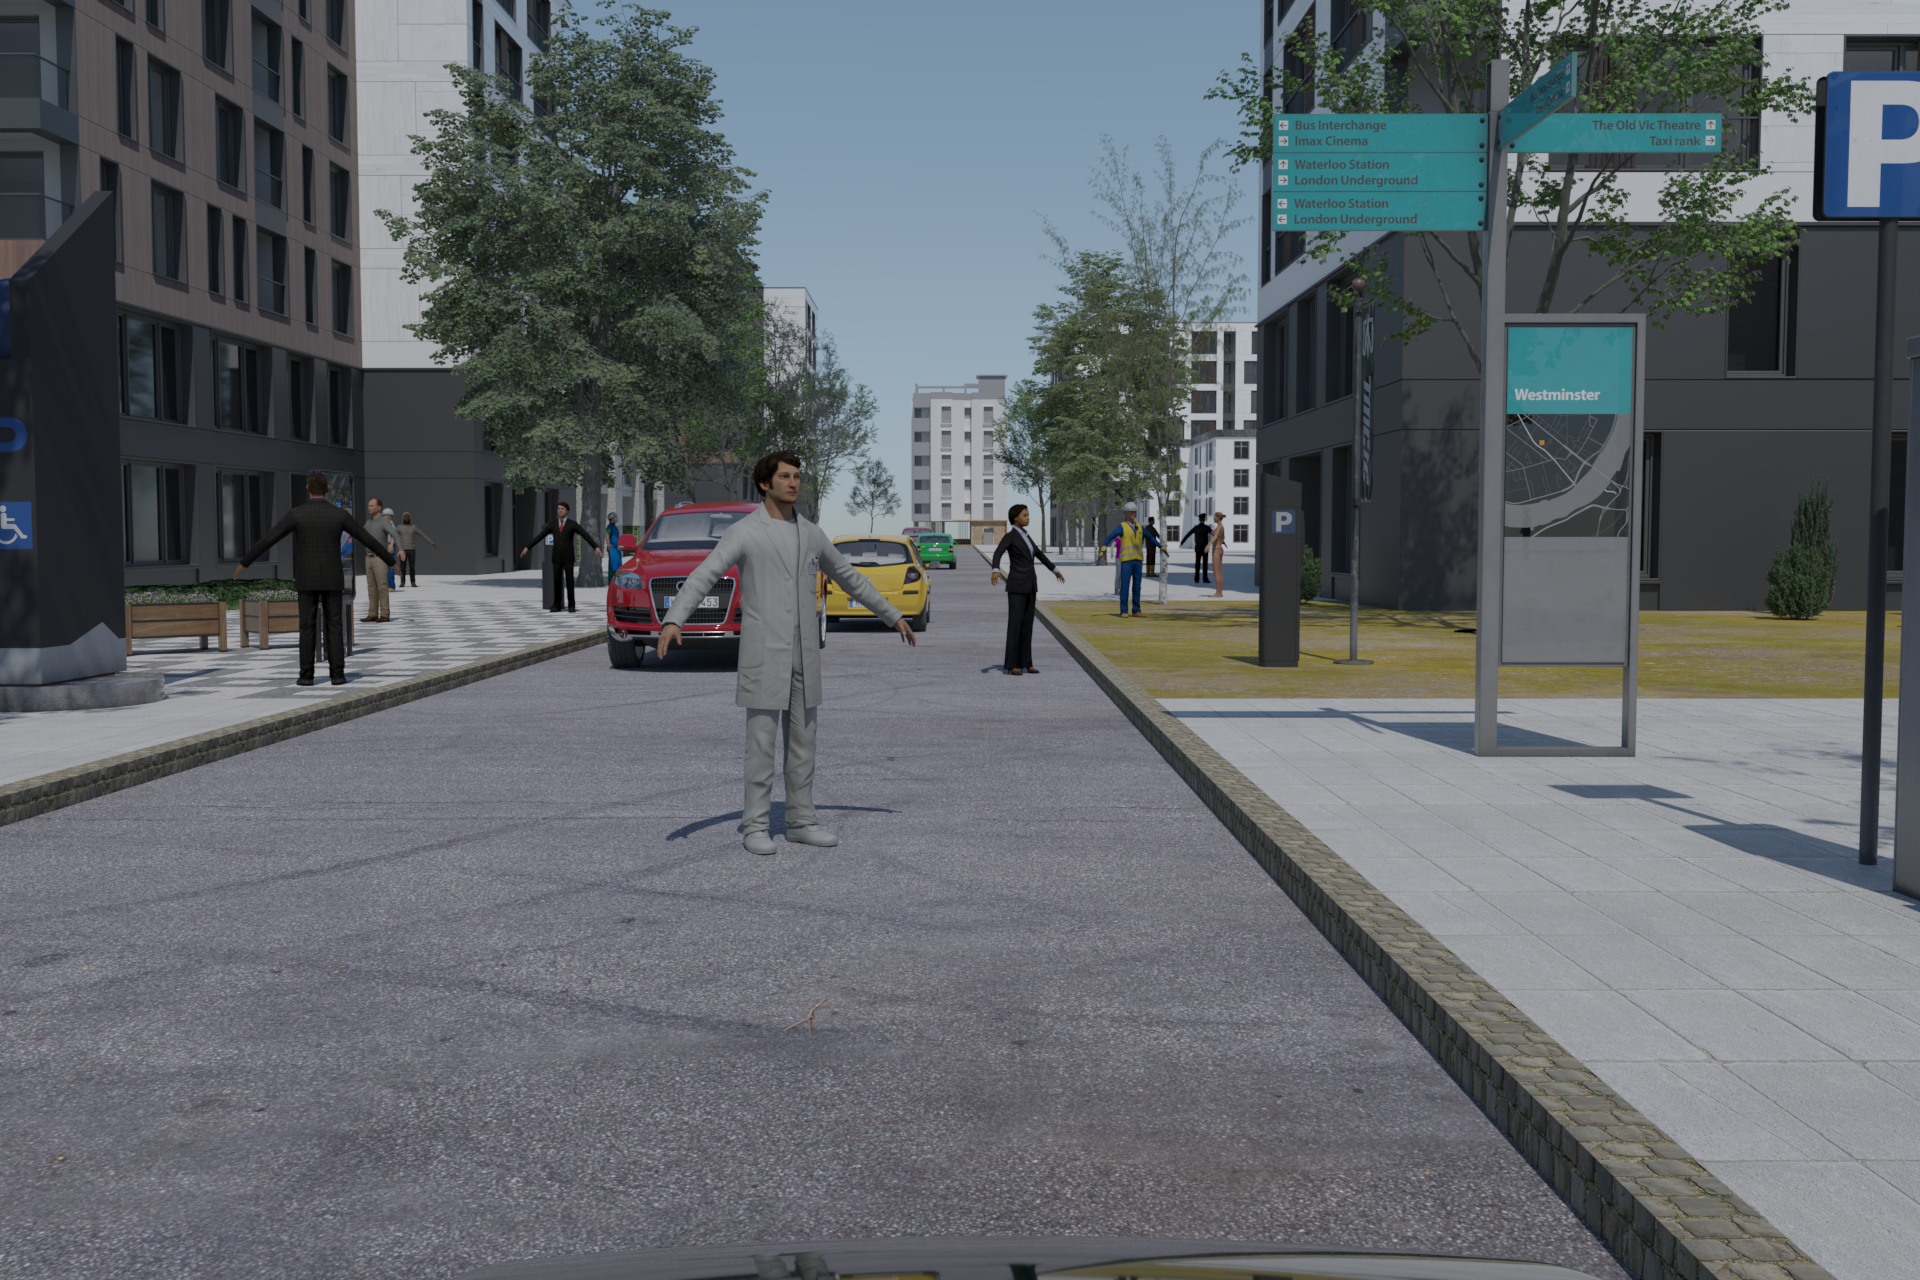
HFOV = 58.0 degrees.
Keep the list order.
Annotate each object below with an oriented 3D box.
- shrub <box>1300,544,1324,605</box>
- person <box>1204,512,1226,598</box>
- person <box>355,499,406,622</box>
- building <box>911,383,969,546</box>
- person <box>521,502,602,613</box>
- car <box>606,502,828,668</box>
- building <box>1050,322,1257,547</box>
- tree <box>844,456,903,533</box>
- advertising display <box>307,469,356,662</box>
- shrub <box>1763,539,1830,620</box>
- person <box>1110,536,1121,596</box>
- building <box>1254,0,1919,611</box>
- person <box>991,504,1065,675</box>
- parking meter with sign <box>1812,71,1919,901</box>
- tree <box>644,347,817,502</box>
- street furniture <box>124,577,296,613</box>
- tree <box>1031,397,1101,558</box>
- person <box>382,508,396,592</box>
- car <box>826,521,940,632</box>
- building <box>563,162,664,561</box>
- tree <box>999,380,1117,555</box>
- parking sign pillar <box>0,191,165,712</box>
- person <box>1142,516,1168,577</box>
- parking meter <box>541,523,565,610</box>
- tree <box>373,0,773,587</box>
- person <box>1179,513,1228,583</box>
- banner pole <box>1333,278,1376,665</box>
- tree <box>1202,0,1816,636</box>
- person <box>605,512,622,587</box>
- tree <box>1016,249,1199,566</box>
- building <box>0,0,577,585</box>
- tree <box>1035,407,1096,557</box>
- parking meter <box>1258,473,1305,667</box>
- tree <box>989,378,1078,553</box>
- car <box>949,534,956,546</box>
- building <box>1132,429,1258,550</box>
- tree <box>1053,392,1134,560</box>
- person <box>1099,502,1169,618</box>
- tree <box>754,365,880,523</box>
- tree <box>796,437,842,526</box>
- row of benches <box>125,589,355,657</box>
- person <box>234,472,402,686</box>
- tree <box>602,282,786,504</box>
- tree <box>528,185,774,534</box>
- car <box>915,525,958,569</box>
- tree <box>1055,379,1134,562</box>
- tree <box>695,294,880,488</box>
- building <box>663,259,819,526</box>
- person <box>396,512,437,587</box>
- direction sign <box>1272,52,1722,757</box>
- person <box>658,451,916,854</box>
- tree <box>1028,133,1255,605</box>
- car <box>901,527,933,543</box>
[{"bbox_3d":[6.143,-1.251,31.568,1.383,1.207,1.383,0,3,0],"label":"shrub"},{"bbox_3d":[5.155,-1.733,35.135,0.721,1.733,1.217,1,4,21],"label":"person"},{"bbox_3d":[-8.506,-1.157,25.196,1.348,1.796,0.705,2,4,30],"label":"person"},{"bbox_3d":[-5.578,-21.485,210.162,11.380,20.090,16.016,0,4,5],"label":"building"},{"bbox_3d":[-6.487,-1.352,28.293,1.347,1.806,0.705,0,4,3],"label":"person"},{"bbox_3d":[-2.713,-0.705,20.203,2.281,1.827,5.304,0,4,0],"label":"car"},{"bbox_3d":[23.332,-20.754,183.303,27.936,21.610,32.646,0,4,0],"label":"building"},{"bbox_3d":[-10.297,-16.639,206.462,7.601,10.594,8.767,0,4,-6],"label":"tree"},{"bbox_3d":[-6.416,-0.765,17.718,0.123,1.923,0.974,0,4,1],"label":"advertising display"},{"bbox_3d":[12.502,-0.903,25.873,1.383,1.207,1.383,0,3,0],"label":"shrub"},{"bbox_3d":[3.400,-1.648,36.213,0.599,1.433,0.991,2,4,34],"label":"person"},{"bbox_3d":[21.198,-12.262,44.466,27.936,21.610,32.646,0,3,0],"label":"building"},{"bbox_3d":[0.681,-0.517,17.628,0.721,1.740,1.216,3,4,37],"label":"person"},{"bbox_3d":[3.533,-0.585,5.818,0.543,3.016,1.738,0,4,0],"label":"parking meter with sign"},{"bbox_3d":[-9.890,-8.627,75.472,8.767,10.594,7.601,-3,5,-44],"label":"tree"},{"bbox_3d":[-15.528,-0.820,29.042,10.072,0.657,5.734,-3,4,-36],"label":"street furniture"},{"bbox_3d":[6.413,-8.631,91.473,4.360,8.622,3.978,0,3,0],"label":"tree"},{"bbox_3d":[-12.609,-1.975,38.147,0.705,1.847,1.347,-2,4,-30],"label":"person"},{"bbox_3d":[-1.324,-1.016,26.831,2.015,1.641,3.980,0,4,0],"label":"car"},{"bbox_3d":[-26.643,-13.774,91.671,16.747,18.905,31.486,0,4,-1],"label":"building"},{"bbox_3d":[5.991,-10.449,105.252,8.767,10.594,7.601,2,4,27],"label":"tree"},{"bbox_3d":[-6.851,-1.504,13.068,1.447,3.967,1.447,0,3,0],"label":"parking sign pillar"},{"bbox_3d":[5.738,-2.790,51.760,0.704,1.812,1.346,-2,4,-28],"label":"person"},{"bbox_3d":[-6.930,-1.289,29.490,0.372,1.533,0.369,0,3,0],"label":"parking meter"},{"bbox_3d":[-8.996,-8.264,41.770,9.857,13.997,8.962,0,3,0],"label":"tree"},{"bbox_3d":[6.355,-2.416,45.431,1.347,1.837,0.705,2,4,28],"label":"person"},{"bbox_3d":[3.901,-1.639,16.812,0.401,3.779,0.863,0,4,-1],"label":"banner pole"},{"bbox_3d":[6.949,-5.872,21.771,9.928,11.665,9.643,0,3,0],"label":"tree"},{"bbox_3d":[-8.403,-2.202,42.130,0.704,1.817,1.347,0,4,6],"label":"person"},{"bbox_3d":[5.929,-9.269,69.681,7.486,12.596,7.792,0,3,0],"label":"tree"},{"bbox_3d":[-28.968,-12.665,51.055,27.936,21.610,32.646,0,4,0],"label":"building"},{"bbox_3d":[6.081,-9.035,98.085,4.360,8.622,3.978,0,3,0],"label":"tree"},{"bbox_3d":[3.108,-0.675,16.744,0.399,1.863,0.255,0,4,-2],"label":"parking meter"},{"bbox_3d":[5.481,-11.636,116.008,9.928,11.665,9.643,0,3,0],"label":"tree"},{"bbox_3d":[-1.239,-6.839,120.617,1.959,1.807,4.718,0,4,0],"label":"car"},{"bbox_3d":[21.175,-12.896,152.998,9.099,9.664,28.070,0,3,0],"label":"building"},{"bbox_3d":[6.172,-8.201,84.450,4.737,8.622,4.395,0,3,0],"label":"tree"},{"bbox_3d":[2.662,-1.229,26.550,1.216,1.772,0.721,-2,4,-24],"label":"person"},{"bbox_3d":[-8.913,-10.970,105.115,9.928,11.665,9.643,0,3,0],"label":"tree"},{"bbox_3d":[-9.565,-10.138,116.123,4.360,8.622,3.978,0,3,0],"label":"tree"},{"bbox_3d":[-8.501,-0.200,18.732,4.104,0.672,1.422,-3,5,-43],"label":"row of benches"},{"bbox_3d":[-5.435,-0.518,14.700,1.346,1.802,0.704,-1,4,-22],"label":"person"},{"bbox_3d":[-9.947,-8.420,63.419,9.928,11.665,9.643,0,3,0],"label":"tree"},{"bbox_3d":[-9.169,-7.682,51.359,9.928,11.665,9.643,0,3,0],"label":"tree"},{"bbox_3d":[-1.059,-3.830,71.417,1.959,1.807,4.718,0,4,-1],"label":"car"},{"bbox_3d":[6.176,-7.839,78.537,4.360,8.622,3.978,0,3,0],"label":"tree"},{"bbox_3d":[-9.286,-10.978,89.856,12.009,13.543,11.850,0,3,0],"label":"tree"},{"bbox_3d":[-26.699,-18.182,141.253,27.936,21.610,32.646,0,4,0],"label":"building"},{"bbox_3d":[-13.292,-2.173,41.657,1.348,1.813,0.705,-1,4,-19],"label":"person"},{"bbox_3d":[3.033,-1.259,9.340,2.525,3.948,1.411,0,4,0],"label":"direction sign"},{"bbox_3d":[-0.803,0.046,7.892,1.347,1.806,0.705,-3,4,-37],"label":"person"},{"bbox_3d":[3.923,-4.954,31.367,4.360,8.622,3.978,0,3,0],"label":"tree"},{"bbox_3d":[-2.210,-4.982,90.130,2.281,1.827,5.304,0,4,0],"label":"car"}]
